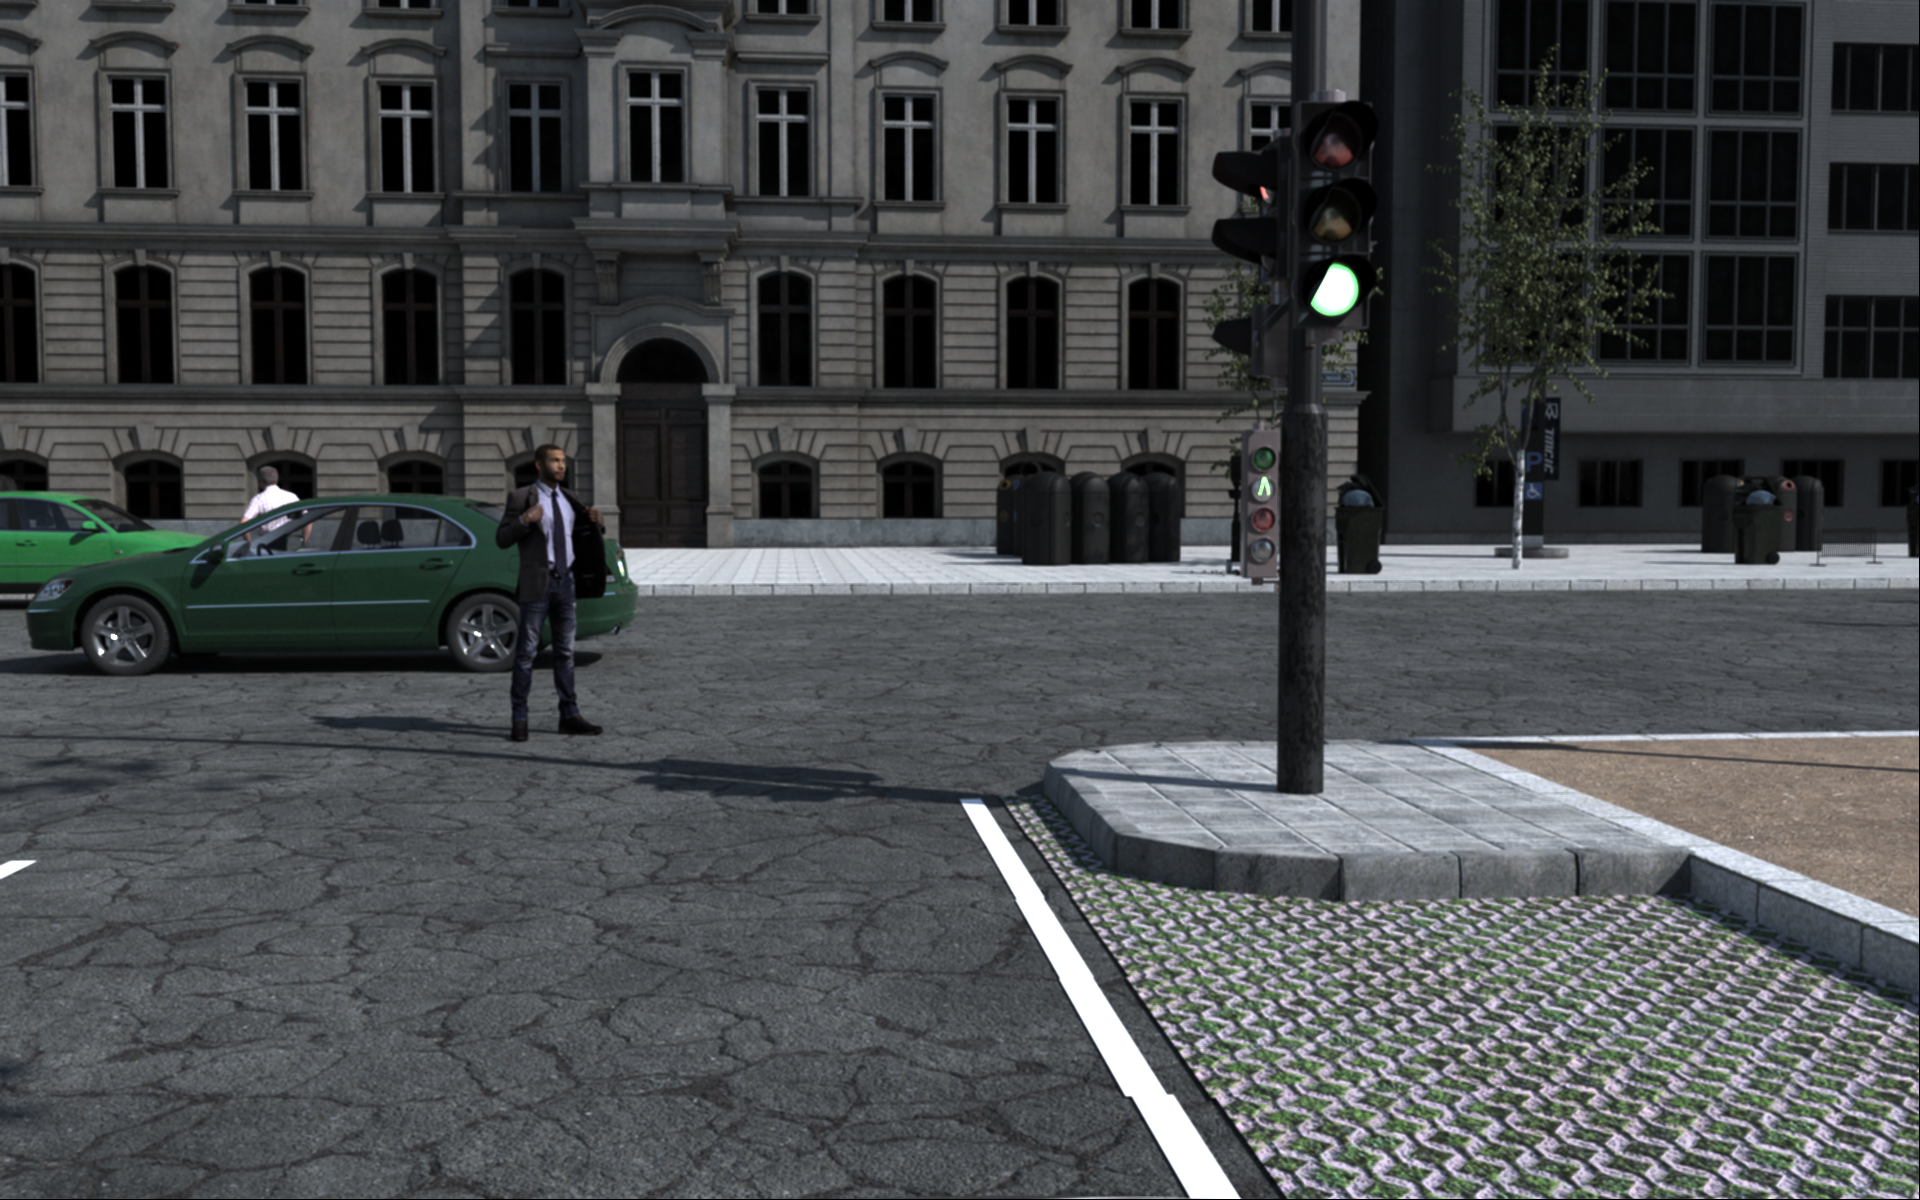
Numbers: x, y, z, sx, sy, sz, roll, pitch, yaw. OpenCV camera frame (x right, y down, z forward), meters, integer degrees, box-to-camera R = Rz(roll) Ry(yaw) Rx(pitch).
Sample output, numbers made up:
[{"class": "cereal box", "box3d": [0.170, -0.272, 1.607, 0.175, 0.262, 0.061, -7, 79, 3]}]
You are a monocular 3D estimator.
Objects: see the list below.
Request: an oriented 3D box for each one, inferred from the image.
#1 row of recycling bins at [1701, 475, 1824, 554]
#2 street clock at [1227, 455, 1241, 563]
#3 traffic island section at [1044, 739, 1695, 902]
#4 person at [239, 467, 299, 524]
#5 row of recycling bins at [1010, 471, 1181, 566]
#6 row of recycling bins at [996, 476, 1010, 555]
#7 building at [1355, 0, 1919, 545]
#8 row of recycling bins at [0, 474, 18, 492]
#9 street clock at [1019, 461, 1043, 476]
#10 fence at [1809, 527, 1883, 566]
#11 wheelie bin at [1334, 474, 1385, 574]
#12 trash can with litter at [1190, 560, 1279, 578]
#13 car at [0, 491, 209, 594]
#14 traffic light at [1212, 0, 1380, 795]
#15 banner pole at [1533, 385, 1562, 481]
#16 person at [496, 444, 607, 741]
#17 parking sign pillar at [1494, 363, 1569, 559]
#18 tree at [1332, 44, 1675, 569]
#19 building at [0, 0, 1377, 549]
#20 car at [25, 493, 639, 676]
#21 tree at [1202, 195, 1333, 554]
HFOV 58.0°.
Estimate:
[{"class": "row of recycling bins", "box3d": [17.710, -1.906, 38.275, 3.534, 1.692, 1.069, -2, 4, -29]}, {"class": "street clock", "box3d": [5.184, -1.706, 32.457, 0.358, 2.002, 0.471, 0, 4, 6]}, {"class": "traffic island section", "box3d": [1.482, 0.904, 7.507, 2.009, 0.180, 2.903, 0, 4, -6]}, {"class": "person", "box3d": [-7.003, -0.504, 17.682, 0.756, 1.711, 0.436, -3, 4, -38]}, {"class": "row of recycling bins", "box3d": [2.691, -1.523, 32.019, 3.534, 1.692, 1.069, -3, 4, -36]}, {"class": "row of recycling bins", "box3d": [1.554, -1.736, 35.492, 1.069, 1.692, 3.534, -1, 4, -12]}, {"class": "building", "box3d": [24.977, -14.095, 49.518, 30.058, 24.678, 14.314, 0, 4, -6]}, {"class": "row of recycling bins", "box3d": [-18.928, -1.599, 33.252, 1.069, 1.692, 3.534, -1, 4, -13]}, {"class": "street clock", "box3d": [1.546, -2.033, 37.817, 0.471, 2.002, 0.358, -1, 4, -17]}, {"class": "fence", "box3d": [16.110, -0.983, 31.450, 2.069, 0.683, 0.278, -2, 4, -35]}, {"class": "wheelie bin", "box3d": [6.410, -1.221, 27.869, 0.693, 1.594, 0.980, 0, 4, -8]}, {"class": "trash can with litter", "box3d": [4.554, -0.995, 27.334, 1.678, 1.210, 2.233, 0, 4, 3]}, {"class": "car", "box3d": [-11.511, -0.814, 22.113, 4.718, 1.807, 1.959, 0, 4, -7]}, {"class": "traffic light", "box3d": [-0.632, -1.980, 7.039, 4.771, 5.953, 1.251, 0, 4, -6]}, {"class": "banner pole", "box3d": [13.299, -3.033, 39.612, 0.863, 3.779, 0.401, 2, 4, 32]}, {"class": "person", "box3d": [-2.377, -0.051, 10.158, 0.655, 1.722, 0.431, -3, 5, -43]}, {"class": "parking sign pillar", "box3d": [11.590, -2.846, 35.007, 1.447, 3.967, 1.447, 1, 4, 17]}, {"class": "tree", "box3d": [9.716, -4.842, 29.524, 4.737, 8.622, 4.395, 0, 3, 0]}, {"class": "building", "box3d": [-7.517, -13.847, 45.487, 34.723, 24.649, 14.460, 0, 4, -6]}, {"class": "car", "box3d": [-5.210, -0.170, 14.583, 4.920, 1.459, 2.131, 0, 4, -5]}, {"class": "tree", "box3d": [6.907, -5.291, 36.874, 4.737, 8.622, 4.395, 0, 3, 0]}]
